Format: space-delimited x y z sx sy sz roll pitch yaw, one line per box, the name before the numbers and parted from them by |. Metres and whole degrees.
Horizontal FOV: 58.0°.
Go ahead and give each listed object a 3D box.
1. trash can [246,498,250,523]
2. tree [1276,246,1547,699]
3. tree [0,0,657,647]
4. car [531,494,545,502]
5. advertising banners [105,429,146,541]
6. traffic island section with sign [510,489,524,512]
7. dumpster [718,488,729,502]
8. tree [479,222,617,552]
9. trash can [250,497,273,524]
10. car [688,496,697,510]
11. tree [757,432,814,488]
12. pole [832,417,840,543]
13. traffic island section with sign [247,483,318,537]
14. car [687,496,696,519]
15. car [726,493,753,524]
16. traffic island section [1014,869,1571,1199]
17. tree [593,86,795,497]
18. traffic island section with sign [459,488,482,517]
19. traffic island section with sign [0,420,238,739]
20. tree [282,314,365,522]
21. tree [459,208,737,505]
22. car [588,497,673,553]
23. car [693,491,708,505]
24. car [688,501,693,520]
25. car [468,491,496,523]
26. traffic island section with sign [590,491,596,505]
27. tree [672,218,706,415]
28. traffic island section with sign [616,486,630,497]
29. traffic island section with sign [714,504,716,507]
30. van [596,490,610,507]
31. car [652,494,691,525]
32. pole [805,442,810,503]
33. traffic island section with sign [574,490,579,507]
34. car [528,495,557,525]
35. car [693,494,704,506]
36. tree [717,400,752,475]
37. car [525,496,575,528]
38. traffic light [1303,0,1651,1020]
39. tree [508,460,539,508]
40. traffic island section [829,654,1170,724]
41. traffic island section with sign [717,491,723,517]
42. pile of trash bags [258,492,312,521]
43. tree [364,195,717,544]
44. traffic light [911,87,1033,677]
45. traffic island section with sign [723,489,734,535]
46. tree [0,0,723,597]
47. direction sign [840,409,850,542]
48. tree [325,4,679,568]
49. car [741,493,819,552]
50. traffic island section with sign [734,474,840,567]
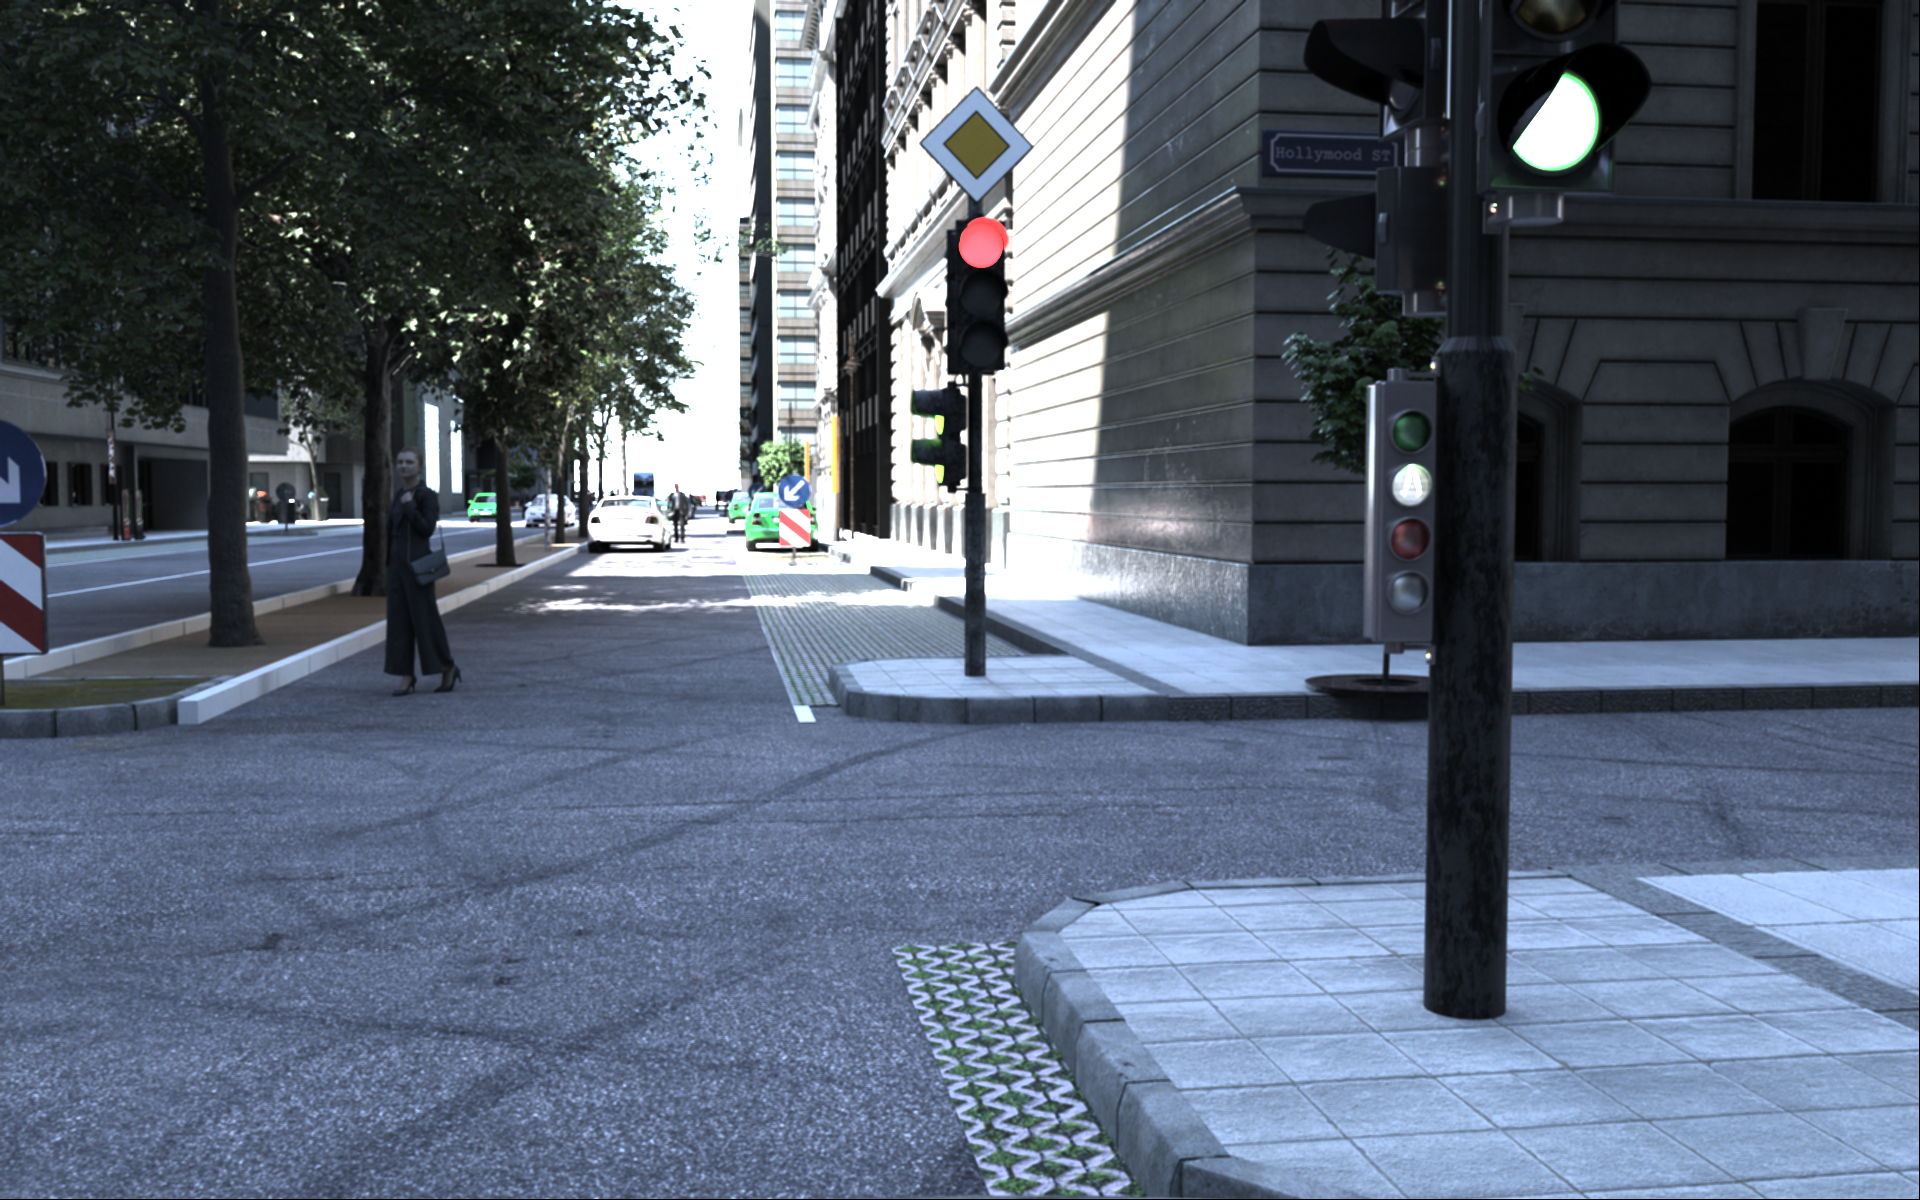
trash can | -31.495 -3.967 76.518 0.748 1.137 0.748 0 3 0
tree | 2.924 -1.018 11.239 1.663 3.219 1.824 0 3 0
tree | -6.664 -5.805 15.498 7.486 12.596 7.792 0 3 0
car | -35.414 -8.343 146.195 2.009 1.686 4.222 -1 4 -8
advertising banners | -22.848 -3.132 47.403 0.090 3.025 2.074 0 4 0
traffic island section with sign | -34.005 -7.721 134.873 1.989 1.847 2.006 -1 4 -8
dumpster | -33.087 -14.454 241.271 1.985 2.255 1.502 0 4 -8
tree | -10.192 -5.486 42.514 4.737 8.622 4.395 0 3 0
trash can | -30.255 -3.894 75.317 0.748 1.137 0.748 0 3 0
car | -24.408 -8.670 154.337 1.945 1.354 3.894 0 4 -7
tree | -9.197 -6.605 91.704 4.285 4.588 4.351 0 3 0
pole | -3.272 -3.171 45.687 0.158 3.312 0.155 0 3 0
traffic island section with sign | -23.044 -3.084 59.048 1.989 1.847 2.006 -1 4 -8
car | -16.516 -5.459 101.839 1.945 1.354 3.894 0 4 -7
car | -10.186 -4.538 83.000 1.959 1.807 4.718 -1 4 -10
traffic island section | 1.271 1.097 4.346 2.009 0.180 2.903 -1 4 -8
tree | -14.246 -13.495 78.996 12.611 20.169 13.585 0 3 0
traffic island section with sign | -30.129 -6.081 108.050 1.989 1.847 2.006 -1 4 -8
traffic island section with sign | -5.916 -0.177 11.038 2.006 1.907 1.989 -1 4 -8
tree | -29.216 -8.792 78.160 7.601 10.594 8.767 2 4 35
tree | -13.725 -9.357 65.817 12.009 13.543 11.850 0 3 0
car | -8.339 -1.927 43.873 2.083 1.381 4.827 0 4 -6
car | -33.981 -13.293 226.011 2.281 1.827 5.304 -1 4 -8
car | -15.761 -5.112 95.583 2.014 1.417 4.499 0 4 -7
car | -23.993 -4.865 88.331 1.959 1.807 4.718 -1 4 -10
traffic island section with sign | -45.908 -12.767 217.359 1.989 1.847 2.006 -1 4 -8
tree | -12.170 -8.291 56.139 7.486 12.596 7.792 0 3 0
traffic island section with sign | -16.665 -4.726 85.406 2.006 1.907 1.989 -1 4 -8
traffic island section with sign | -18.292 -7.879 137.448 1.989 1.847 2.006 -1 4 -8
van | -37.197 -10.665 181.382 2.013 2.044 4.112 -1 4 -10
car | -13.684 -4.232 80.985 2.131 1.459 4.920 0 4 -7
pole | -5.931 -4.491 67.277 0.158 3.312 0.155 0 3 0
traffic island section with sign | -42.069 -11.135 190.678 1.989 1.847 2.006 -1 4 -8
car | -19.593 -4.332 82.827 2.014 1.417 4.499 -1 4 -10
car | -31.280 -11.884 204.519 2.015 1.641 3.980 0 4 -7
tree | -20.071 -14.429 170.332 8.767 10.594 7.601 -2 4 -28
car | -17.916 -3.881 75.816 2.083 1.381 4.827 0 4 -8
traffic light | -0.828 -1.781 3.788 4.771 5.953 1.251 -1 4 -8
tree | -40.388 -10.743 159.363 4.285 4.588 4.351 0 3 0
traffic island section | 0.130 0.614 12.250 2.009 0.180 2.903 -1 4 -8
traffic island section with sign | -14.375 -6.223 110.378 1.989 1.847 2.006 -1 4 -8
pile of trash bags | -32.276 -4.426 82.115 1.912 1.369 3.447 1 4 9
tree | -11.362 -6.834 48.608 8.767 10.594 7.601 -1 4 -8
traffic light | 0.088 -1.420 12.130 0.839 4.253 0.868 -1 4 -8
traffic island section with sign | -7.326 -3.237 61.549 1.989 1.847 2.006 -1 4 -8
tree | -8.160 -6.394 24.000 9.611 12.733 9.660 0 3 0
direction sign | -3.144 -3.326 46.378 0.379 3.537 0.876 0 4 2
tree | -9.070 -6.461 33.855 9.928 11.665 9.643 0 3 0
car | -4.552 -2.145 43.865 1.959 1.807 4.718 0 4 -8
traffic island section with sign | -3.478 -1.605 34.868 1.989 1.847 2.006 -1 4 -8
